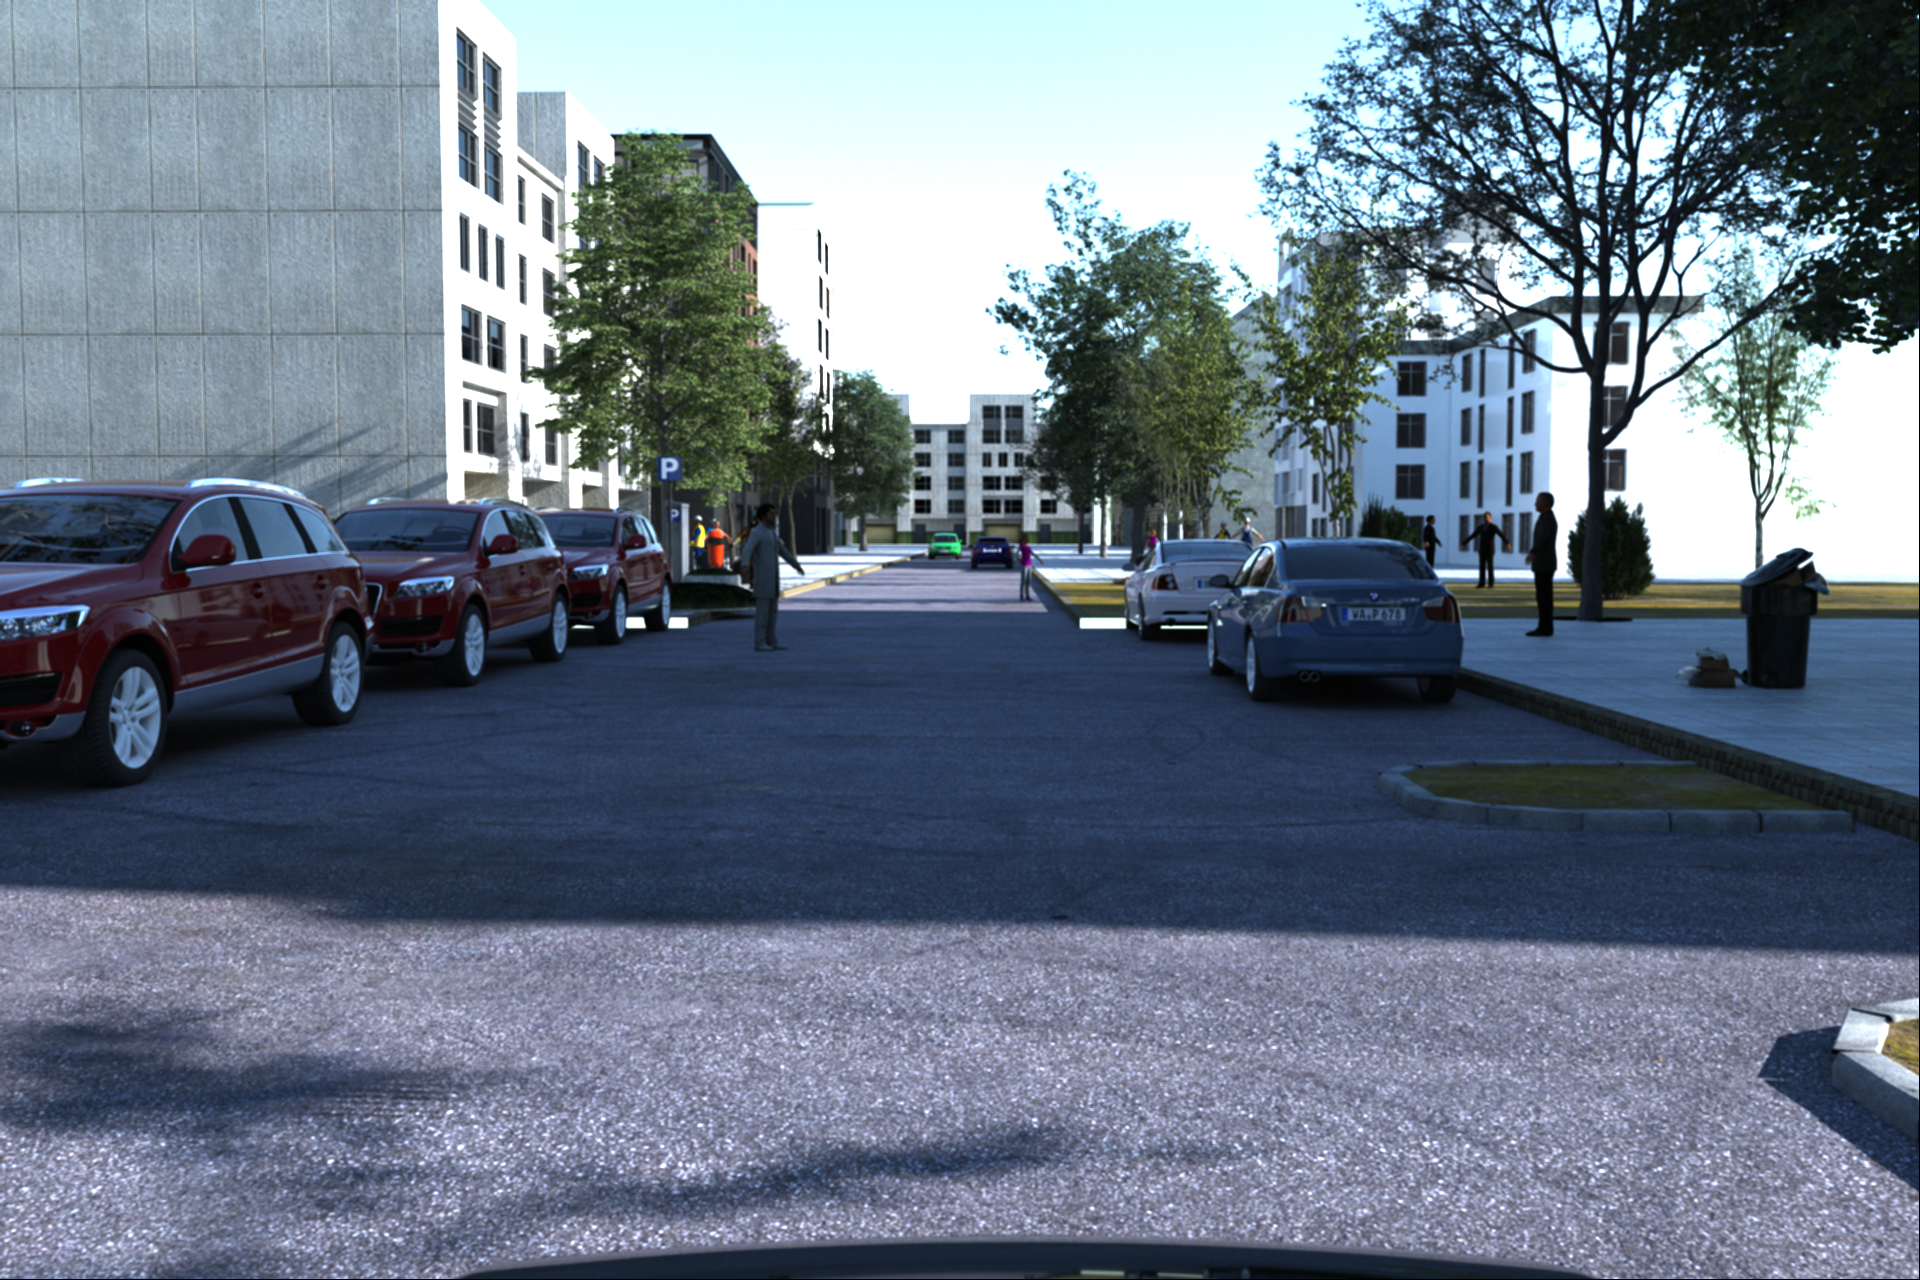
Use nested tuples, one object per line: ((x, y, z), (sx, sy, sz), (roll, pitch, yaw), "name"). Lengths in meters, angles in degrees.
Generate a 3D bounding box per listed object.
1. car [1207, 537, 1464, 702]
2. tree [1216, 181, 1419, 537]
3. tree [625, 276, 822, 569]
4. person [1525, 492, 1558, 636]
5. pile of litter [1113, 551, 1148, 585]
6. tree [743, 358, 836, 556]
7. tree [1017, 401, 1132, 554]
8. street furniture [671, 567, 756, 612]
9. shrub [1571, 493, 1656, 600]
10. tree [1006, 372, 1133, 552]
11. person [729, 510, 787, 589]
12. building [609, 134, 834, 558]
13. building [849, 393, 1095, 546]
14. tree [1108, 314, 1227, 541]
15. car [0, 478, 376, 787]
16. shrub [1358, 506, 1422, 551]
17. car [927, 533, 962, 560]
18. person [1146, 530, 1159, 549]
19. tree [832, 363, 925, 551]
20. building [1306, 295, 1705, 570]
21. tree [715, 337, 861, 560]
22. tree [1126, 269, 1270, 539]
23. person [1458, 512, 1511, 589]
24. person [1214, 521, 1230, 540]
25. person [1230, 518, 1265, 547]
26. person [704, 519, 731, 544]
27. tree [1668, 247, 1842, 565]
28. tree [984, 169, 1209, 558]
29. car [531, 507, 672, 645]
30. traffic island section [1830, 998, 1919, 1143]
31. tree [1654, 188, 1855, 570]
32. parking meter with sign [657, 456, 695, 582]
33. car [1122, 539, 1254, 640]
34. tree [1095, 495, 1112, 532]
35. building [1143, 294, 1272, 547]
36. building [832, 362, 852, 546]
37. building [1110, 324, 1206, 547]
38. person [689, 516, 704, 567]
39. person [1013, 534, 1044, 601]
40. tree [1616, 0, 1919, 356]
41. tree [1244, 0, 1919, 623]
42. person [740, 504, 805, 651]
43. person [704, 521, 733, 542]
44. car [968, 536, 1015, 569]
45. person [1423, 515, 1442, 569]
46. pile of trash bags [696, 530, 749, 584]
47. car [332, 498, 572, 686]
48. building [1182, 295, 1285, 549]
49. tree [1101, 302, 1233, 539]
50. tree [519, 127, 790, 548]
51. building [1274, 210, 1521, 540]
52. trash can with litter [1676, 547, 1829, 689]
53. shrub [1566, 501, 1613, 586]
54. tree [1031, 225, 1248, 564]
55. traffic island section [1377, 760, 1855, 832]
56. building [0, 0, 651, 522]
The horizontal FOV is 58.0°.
((3.382, -0.252, 16.119), (2.014, 1.417, 4.499), (0, 4, 1), "car")
((7.491, -5.193, 35.270), (4.737, 8.622, 4.395), (0, 3, 0), "tree")
((-8.594, -7.845, 62.673), (7.601, 10.594, 8.767), (-1, 4, -9), "tree")
((7.334, -0.957, 21.827), (0.705, 1.807, 1.348), (2, 4, 26), "person")
((4.444, -1.821, 43.740), (1.176, 0.858, 1.719), (0, 4, 0), "pile of litter")
((-7.612, -7.516, 73.245), (4.737, 8.622, 4.395), (0, 3, 0), "tree")
((7.855, -10.903, 112.680), (8.767, 10.594, 7.601), (0, 4, 3), "tree")
((-8.454, -0.915, 30.582), (10.072, 0.657, 5.734), (0, 4, -2), "street furniture")
((12.745, -1.817, 33.752), (1.661, 2.075, 1.752), (0, 3, 0), "shrub")
((8.504, -13.041, 123.591), (12.009, 13.543, 11.850), (0, 3, 0), "tree")
((-4.688, -2.101, 40.113), (1.354, 1.858, 0.705), (-1, 4, -13), "person")
((-22.981, -15.977, 105.193), (27.936, 21.610, 32.646), (0, 4, 1), "building")
((1.152, -21.735, 224.287), (31.486, 18.905, 16.747), (0, 4, 0), "building")
((6.747, -6.647, 59.043), (4.360, 8.622, 3.978), (0, 3, 0), "tree")
((-5.652, -0.175, 11.528), (2.281, 1.827, 5.304), (0, 4, 2), "car")
((11.307, -2.541, 45.594), (1.661, 2.075, 1.752), (0, 3, 0), "shrub")
((-0.840, -5.458, 98.038), (1.959, 1.807, 4.718), (0, 4, 2), "car")
((7.113, -3.306, 63.323), (0.599, 1.433, 0.991), (-3, 4, -36), "person")
((-7.133, -13.573, 128.577), (9.857, 13.997, 8.962), (0, 3, 0), "tree")
((21.923, -8.134, 75.135), (9.099, 9.664, 28.070), (0, 4, 1), "building")
((-8.128, -9.010, 81.720), (7.601, 10.594, 8.767), (2, 4, 28), "tree")
((6.679, -5.970, 47.978), (4.737, 8.622, 4.395), (0, 3, 0), "tree")
((12.389, -2.114, 40.792), (0.704, 1.802, 1.346), (-3, 5, -42), "person")
((9.837, -3.599, 65.308), (0.721, 1.772, 1.216), (-2, 4, -26), "person")
((9.932, -3.314, 60.037), (1.347, 1.847, 0.705), (1, 4, 9), "person")
((-8.672, -3.362, 61.092), (1.347, 1.817, 0.704), (-3, 5, -42), "person")
((20.616, -5.737, 44.168), (4.360, 8.622, 3.978), (0, 3, 0), "tree")
((6.424, -14.494, 92.864), (12.611, 20.169, 13.585), (0, 3, 0), "tree")
((-5.366, -0.945, 24.121), (2.281, 1.827, 5.304), (0, 4, 1), "car")
((3.249, 1.148, 4.098), (1.991, 0.108, 1.994), (0, 4, 1), "traffic island section")
((17.186, -5.293, 36.900), (4.360, 8.622, 3.978), (0, 3, 0), "tree")
((-6.470, -2.661, 39.766), (0.543, 3.016, 1.738), (0, 4, 3), "parking meter with sign")
((3.384, -0.754, 24.690), (2.083, 1.381, 4.827), (0, 4, 2), "car")
((19.662, -16.419, 218.804), (4.360, 8.622, 3.978), (0, 3, 0), "tree")
((27.901, -20.554, 166.989), (19.493, 23.208, 18.063), (0, 4, 1), "building")
((-21.292, -19.602, 186.954), (16.747, 18.905, 31.486), (0, 4, 1), "building")
((26.071, -21.699, 185.707), (19.493, 23.208, 18.063), (0, 4, 1), "building")
((-7.893, -2.817, 52.026), (0.705, 1.833, 1.349), (0, 4, 4), "person")
((1.452, -1.547, 37.009), (0.599, 1.433, 0.991), (3, 5, 41), "person")
((9.402, -6.499, 12.911), (9.857, 13.997, 8.962), (0, 3, 0), "tree")
((9.506, -7.030, 25.311), (12.009, 13.543, 11.850), (0, 3, 0), "tree")
((-2.359, -0.778, 21.360), (0.705, 1.806, 1.347), (2, 4, 26), "person")
((-8.115, -3.135, 58.064), (1.217, 1.733, 0.721), (-2, 4, -32), "person")
((1.314, -3.634, 72.002), (1.945, 1.354, 3.894), (0, 4, 0), "car")
((13.151, -2.578, 48.332), (0.705, 1.806, 1.347), (2, 4, 32), "person")
((-6.017, -2.130, 44.575), (1.912, 1.369, 3.447), (0, 4, 2), "pile of trash bags")
((-5.531, -0.570, 17.995), (2.281, 1.827, 5.304), (0, 4, 2), "car")
((29.454, -19.403, 148.174), (19.493, 23.208, 18.063), (0, 4, 1), "building")
((7.161, -6.365, 54.423), (4.360, 8.622, 3.978), (0, 3, 0), "tree")
((-8.702, -8.030, 49.424), (7.486, 12.596, 7.792), (0, 3, 0), "tree")
((24.913, -15.388, 108.007), (16.016, 20.090, 11.380), (0, 4, 1), "building")
((6.613, -0.188, 14.466), (1.055, 1.170, 0.624), (0, 4, 1), "trash can with litter")
((15.239, -2.273, 41.210), (1.661, 2.075, 1.752), (0, 3, 0), "shrub")
((7.620, -10.181, 73.118), (9.857, 13.997, 8.962), (0, 3, 0), "tree")
((3.330, 0.828, 9.336), (1.991, 0.108, 1.994), (0, 4, 2), "traffic island section")
((-24.047, -12.434, 69.747), (16.747, 18.905, 31.486), (0, 4, 1), "building")
